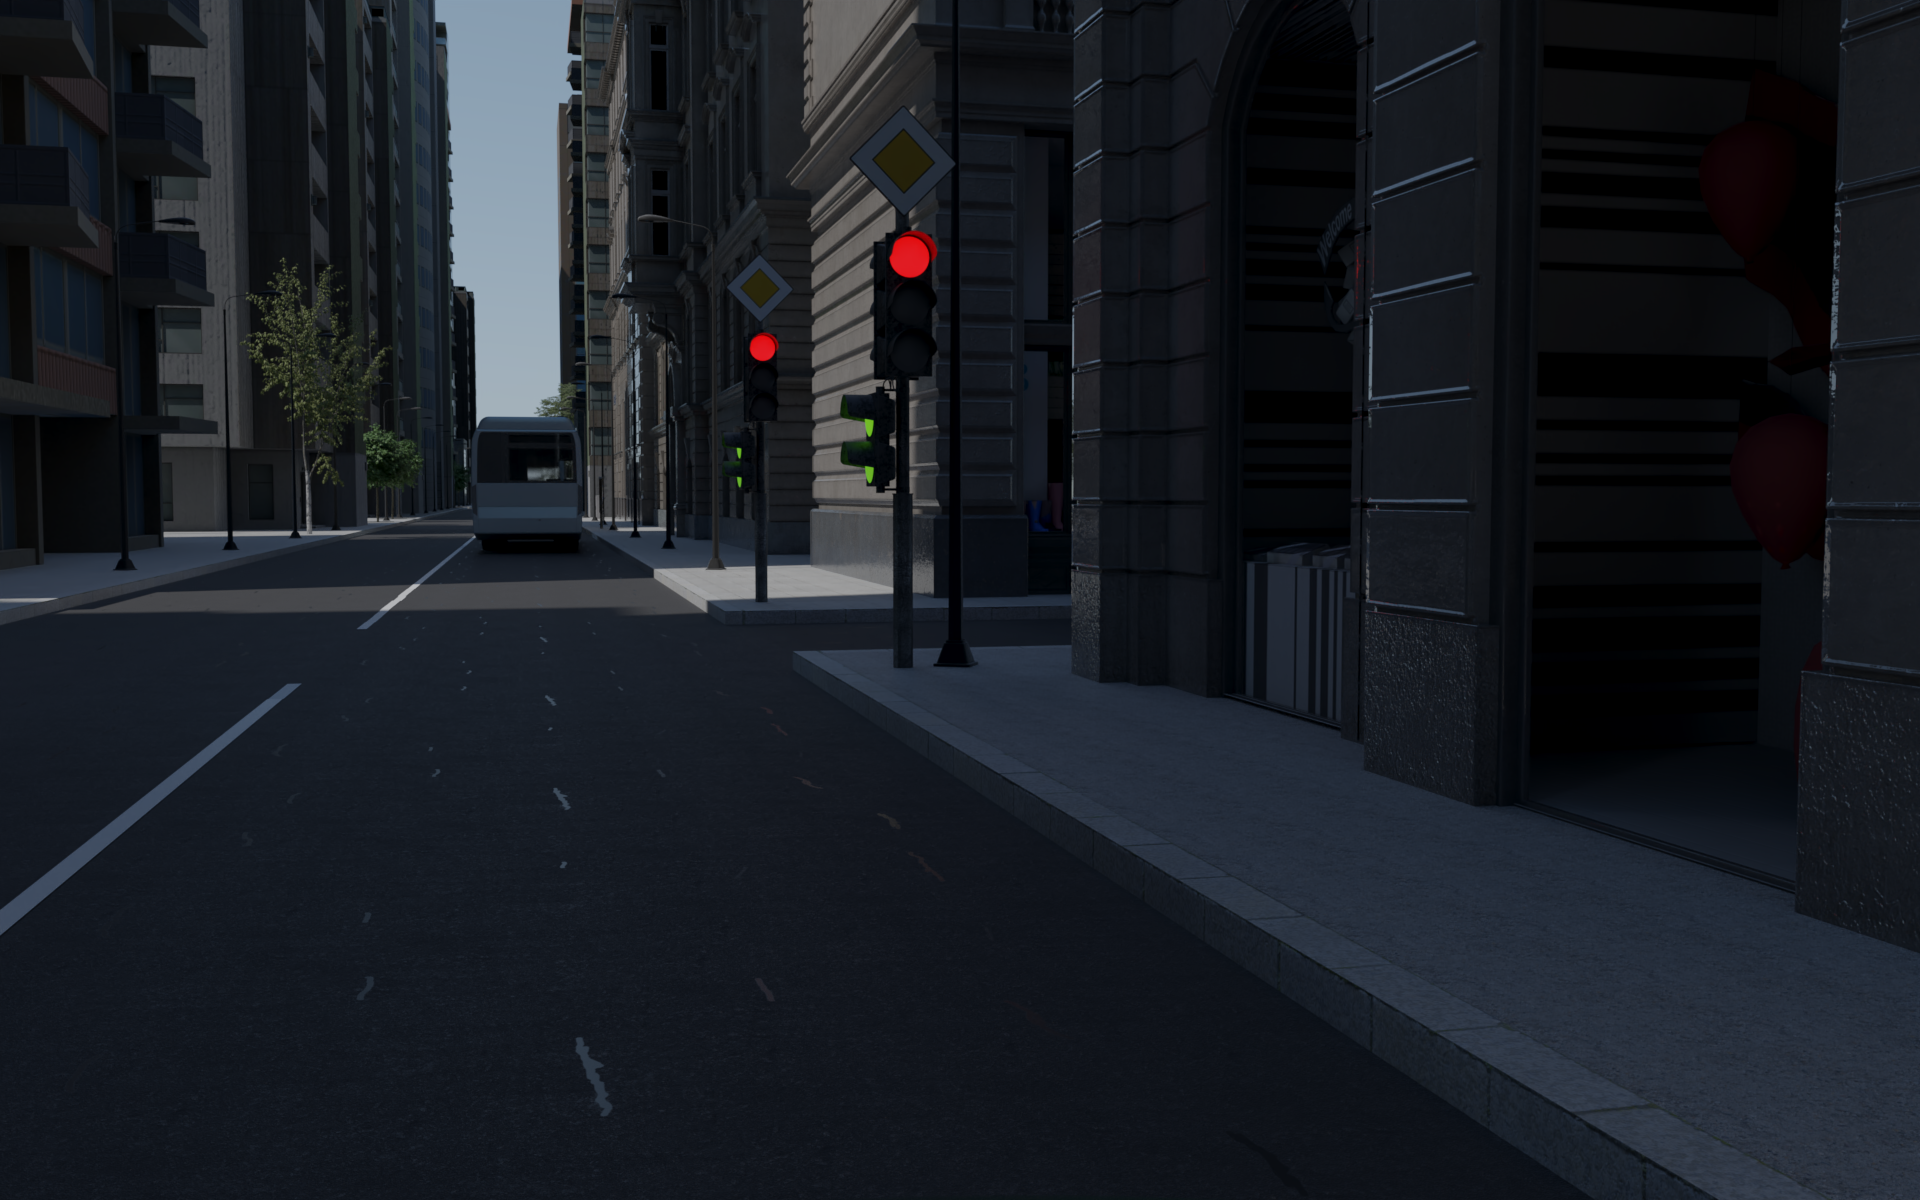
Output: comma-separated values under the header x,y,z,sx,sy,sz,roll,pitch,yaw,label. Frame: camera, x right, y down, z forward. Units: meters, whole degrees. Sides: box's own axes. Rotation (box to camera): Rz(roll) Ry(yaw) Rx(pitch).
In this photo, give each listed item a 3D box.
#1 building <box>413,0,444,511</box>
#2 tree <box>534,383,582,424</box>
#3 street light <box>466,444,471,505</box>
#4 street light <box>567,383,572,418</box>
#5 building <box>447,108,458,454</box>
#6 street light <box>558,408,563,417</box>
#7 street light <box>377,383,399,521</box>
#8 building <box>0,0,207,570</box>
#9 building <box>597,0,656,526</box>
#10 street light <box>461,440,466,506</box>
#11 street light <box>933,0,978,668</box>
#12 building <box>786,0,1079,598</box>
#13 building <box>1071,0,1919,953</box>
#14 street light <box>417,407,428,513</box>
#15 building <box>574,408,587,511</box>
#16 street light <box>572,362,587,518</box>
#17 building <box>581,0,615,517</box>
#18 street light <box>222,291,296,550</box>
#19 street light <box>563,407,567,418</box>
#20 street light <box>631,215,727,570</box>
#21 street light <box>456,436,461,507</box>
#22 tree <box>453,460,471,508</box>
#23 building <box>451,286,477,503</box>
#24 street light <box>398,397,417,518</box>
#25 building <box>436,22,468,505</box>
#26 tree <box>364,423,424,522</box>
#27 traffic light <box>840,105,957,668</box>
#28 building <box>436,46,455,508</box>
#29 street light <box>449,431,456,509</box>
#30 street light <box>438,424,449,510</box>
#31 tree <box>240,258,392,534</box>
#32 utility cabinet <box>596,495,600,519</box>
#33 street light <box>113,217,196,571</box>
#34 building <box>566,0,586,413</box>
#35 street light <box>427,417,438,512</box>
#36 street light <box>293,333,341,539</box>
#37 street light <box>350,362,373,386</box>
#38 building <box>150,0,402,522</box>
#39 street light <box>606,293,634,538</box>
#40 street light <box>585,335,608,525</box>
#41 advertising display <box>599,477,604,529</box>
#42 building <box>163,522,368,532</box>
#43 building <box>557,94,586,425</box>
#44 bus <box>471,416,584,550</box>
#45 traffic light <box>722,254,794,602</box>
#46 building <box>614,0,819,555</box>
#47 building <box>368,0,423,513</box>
x,y,z,sx,sy,sz,roll,pitch,yaw,label
-50.836,-35.968,130.077,21.231,58.520,28.212,-1,4,-14,building
-40.164,-15.788,176.261,7.486,12.596,7.792,0,3,0,tree
-45.708,-11.353,158.154,1.470,5.913,1.316,-1,4,-14,street light
-15.408,-6.080,71.942,1.470,5.913,1.316,-1,4,-14,street light
-65.040,-32.300,182.732,22.147,44.769,28.867,-1,4,-14,building
-20.681,-7.372,93.074,1.470,5.913,1.316,-1,4,-14,street light
-24.410,-6.104,72.342,1.470,5.913,1.316,-1,4,-14,street light
-26.614,-22.974,30.245,22.147,44.769,28.867,-1,4,-14,building
-10.311,-17.432,82.276,12.463,27.353,25.104,-1,4,-14,building
-43.161,-10.710,147.656,1.470,5.913,1.316,-1,4,-14,street light
-0.558,-2.454,12.663,1.470,5.913,1.316,-1,4,-14,street light
7.483,-12.146,27.460,19.941,23.489,11.050,-1,4,-14,building
9.277,-9.795,1.946,13.314,21.916,24.055,-1,4,-14,building
-29.549,-7.360,92.883,1.470,5.913,1.316,-1,4,-14,street light
-16.586,-49.709,125.417,22.319,86.520,31.000,-1,4,-14,building
-12.857,-5.431,61.343,1.470,5.913,1.316,-1,4,-14,street light
-15.510,-20.336,104.190,14.160,30.474,14.107,-1,4,-14,building
-16.164,-4.100,39.578,1.470,5.913,1.316,-1,4,-14,street light
-17.968,-6.721,82.437,1.470,5.913,1.316,-1,4,-14,street light
-4.669,-3.459,29.102,1.470,5.913,1.316,-1,4,-14,street light
-40.400,-10.041,136.709,1.470,5.913,1.316,-1,4,-14,street light
-48.319,-11.140,165.856,4.285,4.588,4.351,0,3,0,tree
-73.329,-28.388,235.844,14.160,30.474,14.107,-1,4,-14,building
-26.959,-6.753,82.955,1.470,5.913,1.316,-1,4,-14,street light
-72.157,-54.948,211.067,22.319,86.520,31.000,-1,4,-14,building
-26.626,-5.817,78.829,4.285,4.588,4.351,0,3,0,tree
-0.440,-1.455,12.704,0.839,4.253,0.868,-1,4,-14,traffic light
-52.307,-28.648,151.995,14.154,41.232,14.086,-1,4,-14,building
-37.776,-9.400,126.231,1.470,5.913,1.316,-1,4,-14,street light
-34.911,-8.708,114.912,1.470,5.913,1.316,-1,4,-14,street light
-20.507,-6.400,54.996,4.737,8.622,4.395,0,3,0,tree
-18.855,-4.841,90.318,0.306,1.237,1.020,-1,4,-15,utility cabinet
-13.526,-3.459,29.103,1.470,5.913,1.316,-1,4,-14,street light
-23.734,-30.647,155.706,22.147,44.769,28.867,-1,4,-14,building
-32.356,-8.041,104.016,1.470,5.913,1.316,-1,4,-14,street light
-18.711,-4.742,50.076,1.470,5.913,1.316,-1,4,-14,street light
-21.481,-5.413,61.040,1.470,5.913,1.316,-1,4,-14,street light
-39.118,-19.843,96.131,14.160,30.474,14.107,-1,4,-14,building
-7.362,-4.146,40.326,1.470,5.913,1.316,-1,4,-14,street light
-10.098,-4.785,50.777,1.470,5.913,1.316,-1,4,-14,street light
-13.370,-3.630,64.569,0.123,1.923,0.974,-1,4,-9,advertising display
-29.889,-17.821,63.071,14.160,30.474,14.107,-1,4,-14,building
-38.175,-33.393,196.086,14.600,45.320,14.200,-1,4,-14,building
-11.782,-3.228,47.634,2.948,3.499,13.247,-1,4,-13,bus
-2.376,-1.929,20.452,0.839,4.253,0.868,-1,4,-14,traffic light
-3.150,-14.329,53.368,14.460,24.649,34.723,-1,4,-14,building
-42.485,-26.137,110.928,14.154,41.232,14.086,-1,4,-14,building
